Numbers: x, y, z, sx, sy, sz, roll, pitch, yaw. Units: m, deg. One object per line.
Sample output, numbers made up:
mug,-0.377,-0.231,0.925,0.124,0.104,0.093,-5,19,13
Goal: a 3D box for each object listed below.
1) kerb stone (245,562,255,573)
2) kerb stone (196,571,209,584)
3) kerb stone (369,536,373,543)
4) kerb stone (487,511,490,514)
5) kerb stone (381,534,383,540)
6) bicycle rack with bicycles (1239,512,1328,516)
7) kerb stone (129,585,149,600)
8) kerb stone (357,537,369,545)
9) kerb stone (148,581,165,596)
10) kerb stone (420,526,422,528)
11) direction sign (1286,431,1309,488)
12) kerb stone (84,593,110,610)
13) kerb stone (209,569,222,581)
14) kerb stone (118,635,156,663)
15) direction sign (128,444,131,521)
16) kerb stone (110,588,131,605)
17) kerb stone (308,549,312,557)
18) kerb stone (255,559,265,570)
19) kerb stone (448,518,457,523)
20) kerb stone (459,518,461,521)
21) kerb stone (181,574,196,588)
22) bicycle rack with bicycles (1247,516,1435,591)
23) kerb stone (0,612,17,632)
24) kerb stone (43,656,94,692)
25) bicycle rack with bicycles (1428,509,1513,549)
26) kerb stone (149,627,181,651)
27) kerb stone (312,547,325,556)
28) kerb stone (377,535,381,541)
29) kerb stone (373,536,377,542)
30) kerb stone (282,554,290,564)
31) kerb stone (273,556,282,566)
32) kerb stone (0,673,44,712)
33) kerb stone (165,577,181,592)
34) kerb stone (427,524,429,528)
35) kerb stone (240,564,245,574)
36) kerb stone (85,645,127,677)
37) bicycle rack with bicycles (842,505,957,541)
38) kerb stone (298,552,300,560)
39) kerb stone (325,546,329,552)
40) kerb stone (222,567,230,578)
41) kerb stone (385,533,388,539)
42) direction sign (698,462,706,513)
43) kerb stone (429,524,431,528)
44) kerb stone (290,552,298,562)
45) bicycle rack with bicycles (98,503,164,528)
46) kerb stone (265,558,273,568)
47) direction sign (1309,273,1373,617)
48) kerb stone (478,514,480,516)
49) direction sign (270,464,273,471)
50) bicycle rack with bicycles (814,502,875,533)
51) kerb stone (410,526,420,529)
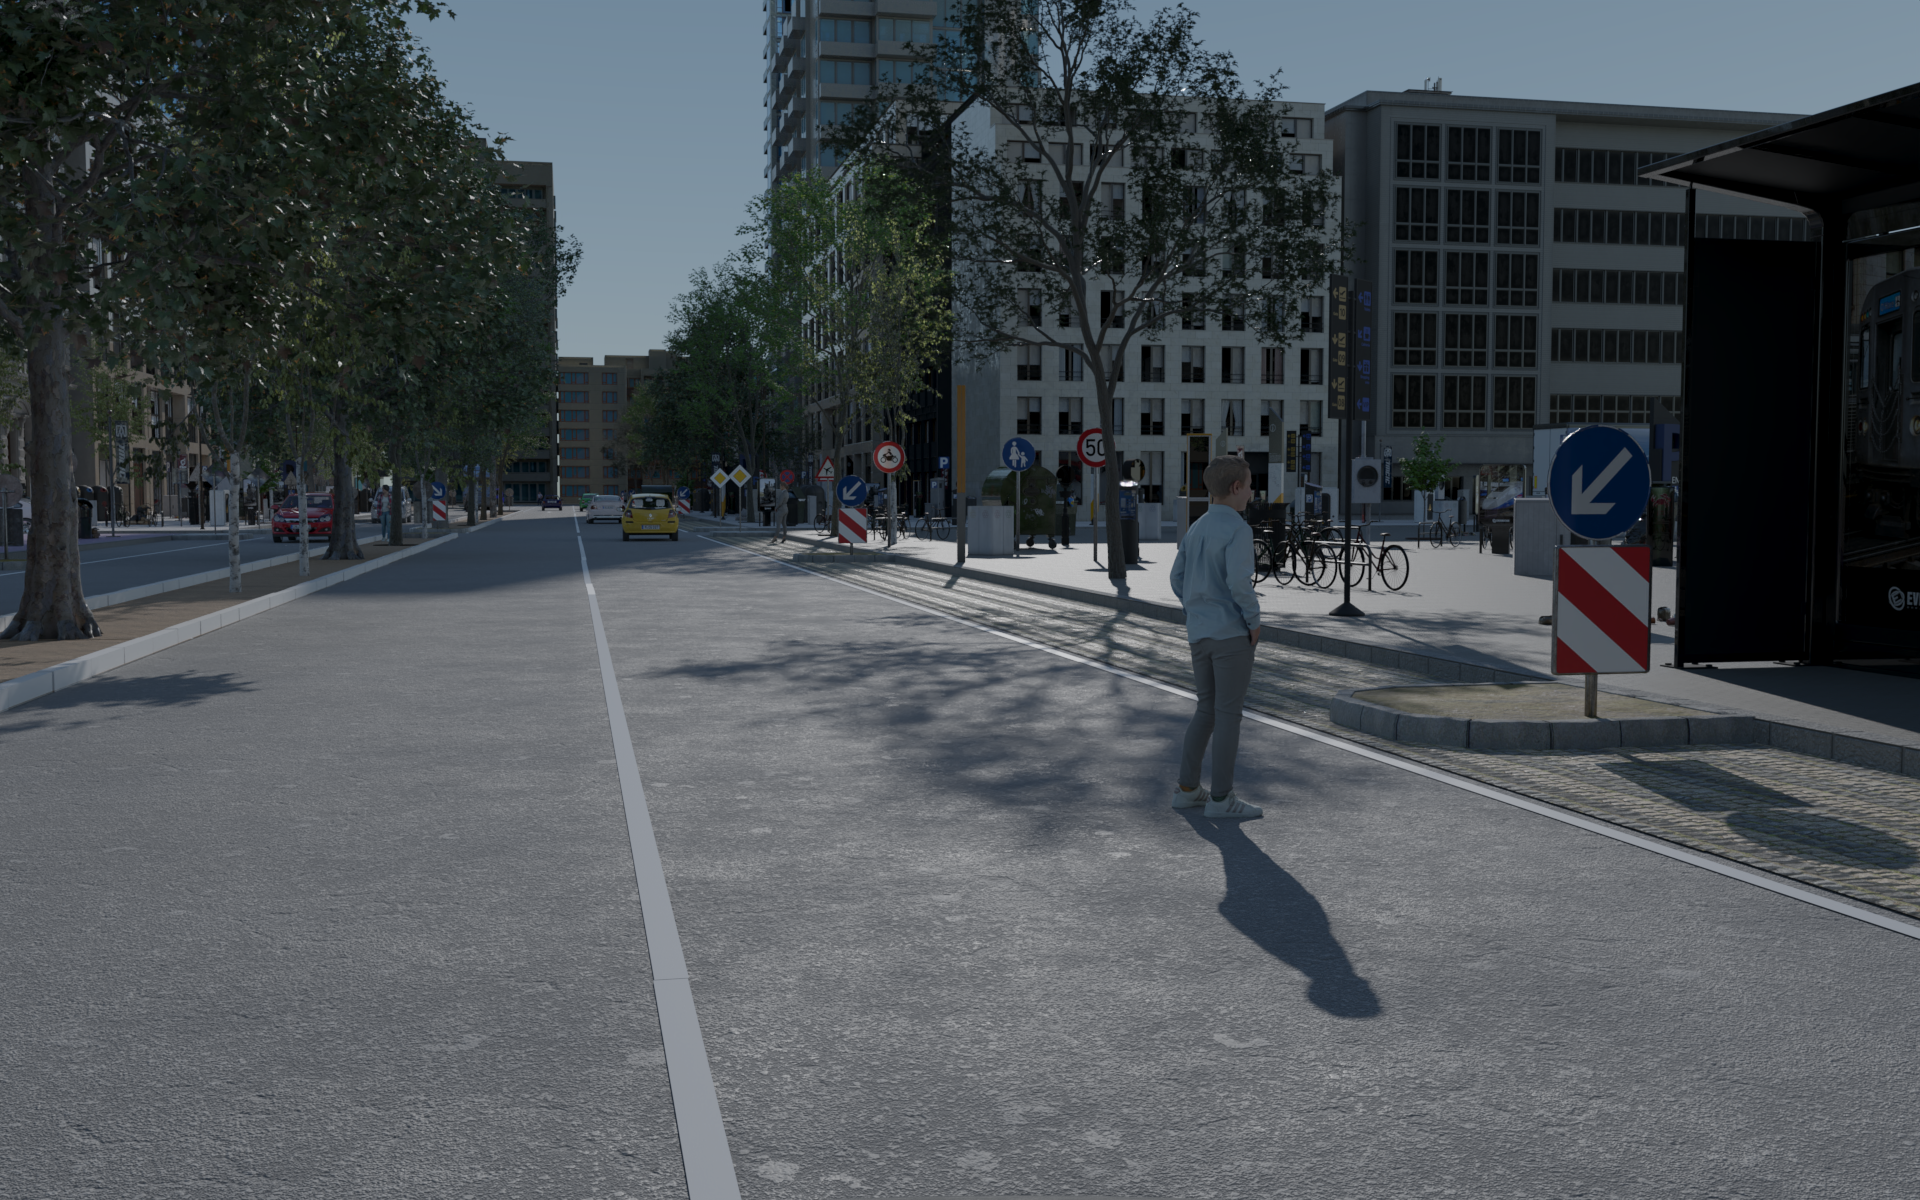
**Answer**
kerb stone,-13.048,-0.572,31.550,0.120,0.150,1.000,-1,4,-13
kerb stone,-12.149,-0.326,27.549,0.120,0.150,1.000,-1,4,-13
kerb stone,-17.316,-1.734,50.538,0.120,0.150,1.000,-1,4,-13
kerb stone,-34.982,-6.540,129.122,0.120,0.150,1.000,-1,4,-13
kerb stone,-17.988,-1.916,53.539,0.120,0.150,1.000,-1,4,-13
bicycle rack with bicycles,6.846,-1.320,34.971,2.852,0.926,2.925,-2,4,-27
kerb stone,-11.248,-0.080,23.535,0.120,0.150,1.000,-1,4,-13
kerb stone,-17.094,-1.672,49.530,0.120,0.150,1.000,-1,4,-13
kerb stone,-11.475,-0.138,24.535,0.120,0.150,1.000,-1,4,-13
kerb stone,-21.259,-2.805,68.073,0.120,0.150,1.000,-1,4,-13
direction sign,12.075,-4.269,61.790,0.876,3.537,0.379,0,4,2
kerb stone,-10.796,0.040,21.537,0.120,0.150,1.000,-1,4,-13
kerb stone,-12.370,-0.388,28.547,0.120,0.150,1.000,-1,4,-13
kerb stone,-7.176,0.441,15.008,0.120,0.150,1.000,-1,4,-13
direction sign,-37.801,-5.309,78.795,0.379,3.537,0.876,-2,4,-30
kerb stone,-11.014,-0.015,22.536,0.120,0.150,1.000,-1,4,-13
kerb stone,-14.622,-0.999,38.545,0.120,0.150,1.000,-1,4,-13
kerb stone,-13.267,-0.633,32.548,0.120,0.150,1.000,-1,4,-13
kerb stone,-25.533,-3.970,87.108,0.120,0.150,1.000,-1,4,-13
kerb stone,-26.213,-4.154,90.112,0.120,0.150,1.000,-1,4,-13
kerb stone,-11.915,-0.265,26.536,0.120,0.150,1.000,-1,4,-13
bicycle rack with bicycles,4.430,-0.634,23.748,2.852,0.926,2.925,-1,4,-15
kerb stone,-10.123,0.226,18.538,0.120,0.150,1.000,-1,4,-13
kerb stone,-6.722,0.562,13.007,0.120,0.150,1.000,-1,4,-13
bicycle rack with bicycles,12.224,-1.697,41.123,2.852,0.926,2.925,2,4,34
kerb stone,-7.404,0.384,16.007,0.120,0.150,1.000,-1,4,-13
kerb stone,-15.063,-1.121,40.541,0.120,0.150,1.000,-1,4,-13
kerb stone,-17.762,-1.856,52.543,0.120,0.150,1.000,-1,4,-13
kerb stone,-17.537,-1.795,51.536,0.120,0.150,1.000,-1,4,-13
kerb stone,-13.946,-0.816,35.539,0.120,0.150,1.000,-1,4,-13
kerb stone,-13.718,-0.750,34.543,0.120,0.150,1.000,-1,4,-13
kerb stone,-6.505,0.626,12.009,0.120,0.150,1.000,-1,4,-13
kerb stone,-11.694,-0.204,25.538,0.120,0.150,1.000,-1,4,-13
kerb stone,-21.707,-2.929,70.082,0.120,0.150,1.000,-1,4,-13
kerb stone,-12.812,-0.511,30.542,0.120,0.150,1.000,-1,4,-13
kerb stone,-6.950,0.502,14.004,0.120,0.150,1.000,-1,4,-13
bicycle rack with bicycles,-1.392,-2.145,48.450,2.852,0.926,2.925,2,4,27
kerb stone,-14.396,-0.939,37.548,0.120,0.150,1.000,-1,4,-13
kerb stone,-15.286,-1.183,41.538,0.120,0.150,1.000,-1,4,-13
kerb stone,-12.595,-0.447,29.544,0.120,0.150,1.000,-1,4,-13
kerb stone,-18.216,-1.978,54.536,0.120,0.150,1.000,-1,4,-13
direction sign,-17.642,-7.729,118.372,0.876,3.537,0.379,3,5,45
kerb stone,-21.930,-2.987,71.086,0.120,0.150,1.000,-1,4,-13
kerb stone,-14.161,-0.875,36.541,0.120,0.150,1.000,-1,4,-13
bicycle rack with bicycles,-32.157,-3.304,67.395,2.852,0.926,2.925,-1,4,-22
kerb stone,-13.505,-0.694,33.543,0.120,0.150,1.000,-1,4,-13
direction sign,4.088,-1.602,18.195,0.379,3.537,0.876,3,5,41
kerb stone,-32.061,-5.742,116.115,0.120,0.150,1.000,-1,4,-13
direction sign,-44.843,-7.345,112.089,0.876,3.537,0.379,1,4,8
bicycle rack with bicycles,-3.071,-2.639,56.525,2.852,0.926,2.925,-3,4,-36
kerb stone,-20.812,-2.684,66.078,0.120,0.150,1.000,-1,4,-13
